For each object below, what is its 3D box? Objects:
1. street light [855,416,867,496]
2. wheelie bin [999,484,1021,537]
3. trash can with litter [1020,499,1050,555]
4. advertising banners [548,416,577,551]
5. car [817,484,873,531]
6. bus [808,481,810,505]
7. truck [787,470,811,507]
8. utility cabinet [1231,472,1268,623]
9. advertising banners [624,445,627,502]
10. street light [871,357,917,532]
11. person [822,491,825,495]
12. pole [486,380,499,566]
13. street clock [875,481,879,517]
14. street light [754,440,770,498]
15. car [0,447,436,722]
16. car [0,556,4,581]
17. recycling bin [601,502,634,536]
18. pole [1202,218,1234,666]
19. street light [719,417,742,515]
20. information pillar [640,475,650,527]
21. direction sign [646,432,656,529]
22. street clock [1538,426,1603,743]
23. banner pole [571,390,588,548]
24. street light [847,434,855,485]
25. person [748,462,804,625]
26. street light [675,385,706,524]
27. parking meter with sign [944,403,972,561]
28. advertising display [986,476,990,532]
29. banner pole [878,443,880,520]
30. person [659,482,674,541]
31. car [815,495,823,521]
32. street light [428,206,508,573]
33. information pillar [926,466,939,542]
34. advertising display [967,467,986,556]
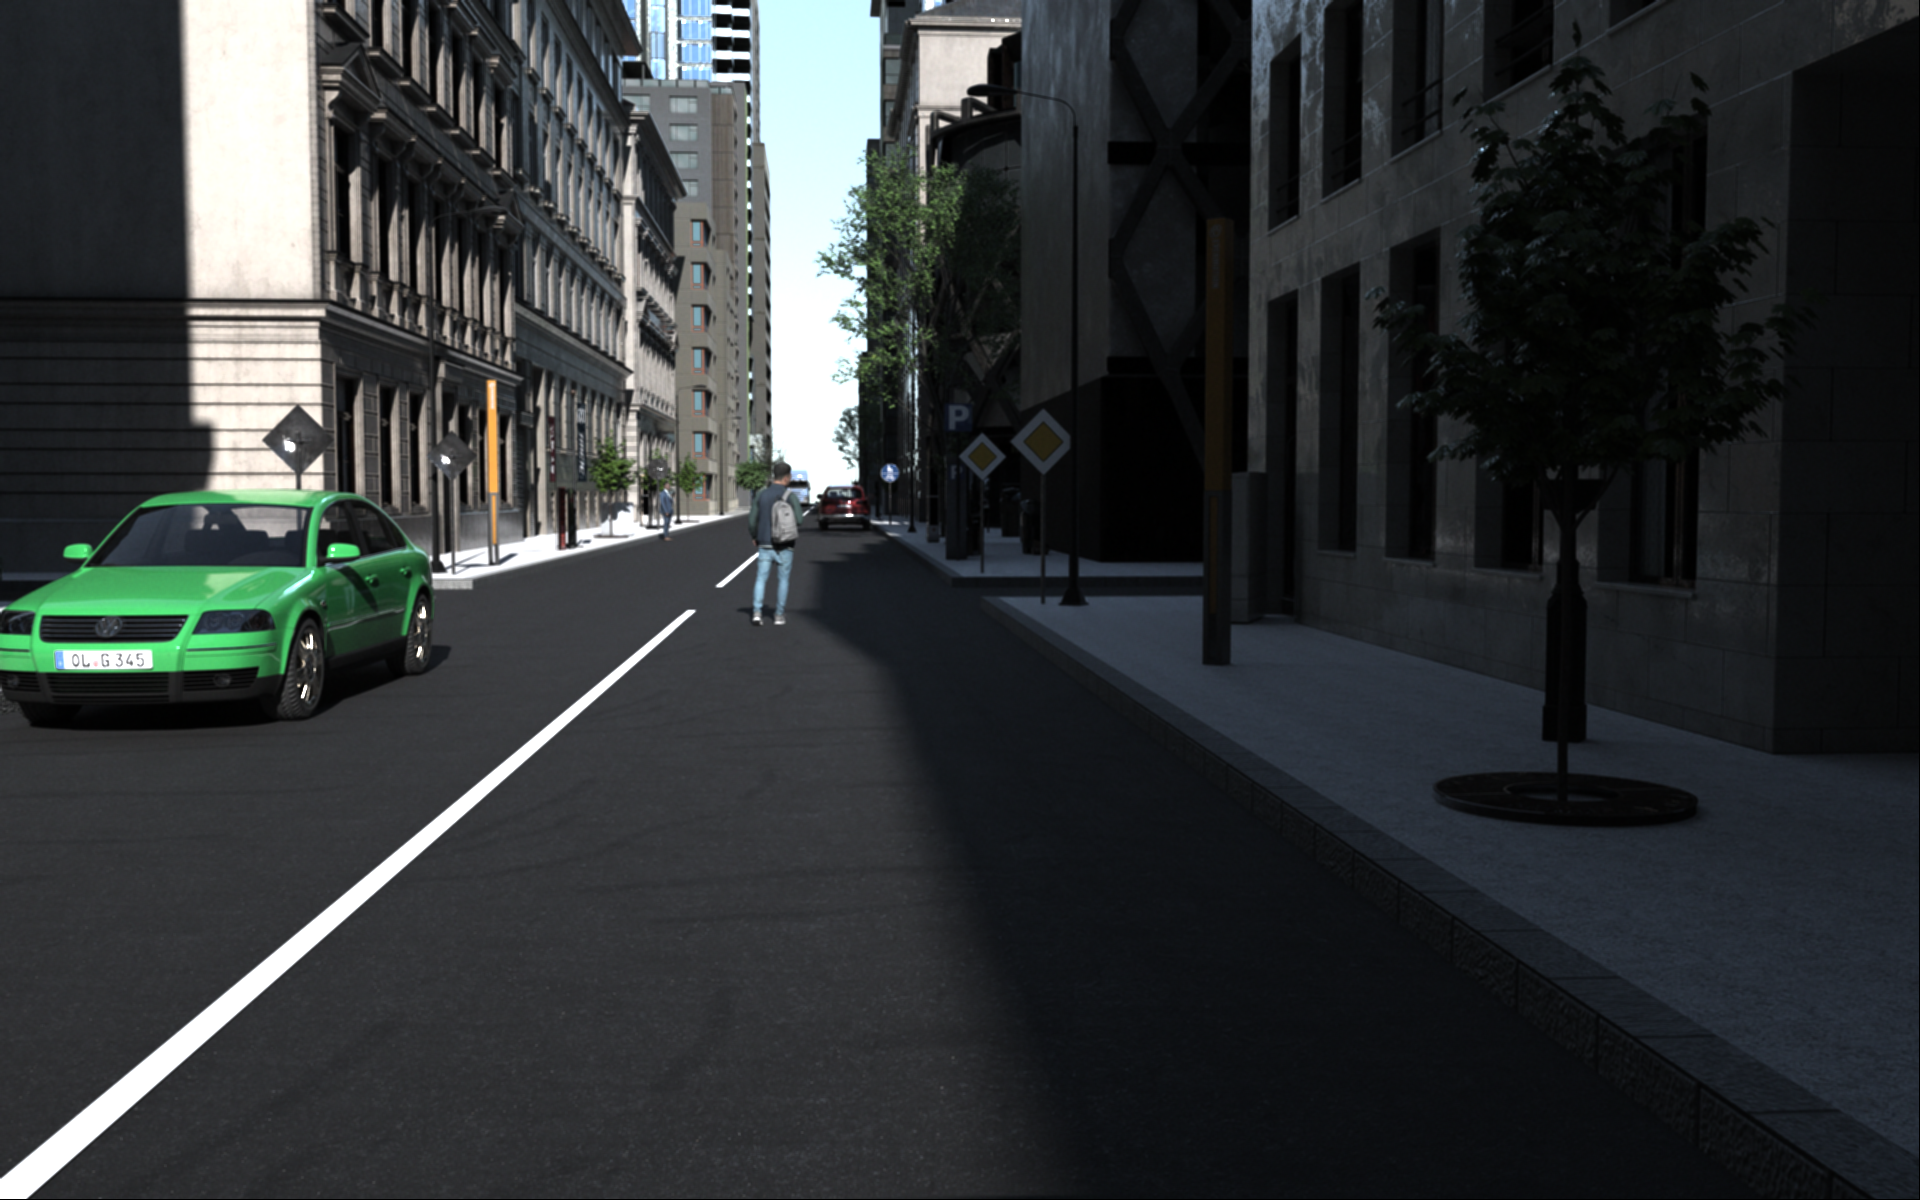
[{"bbox_3d":[-5.338,-7.950,102.516,1.470,5.913,1.316,0,4,-4],"label":"street light"},{"bbox_3d":[1.607,-2.697,52.002,0.980,1.594,0.693,1,4,21],"label":"wheelie bin"},{"bbox_3d":[1.669,-1.558,36.855,0.624,1.170,1.055,-1,4,-16],"label":"trash can with litter"},{"bbox_3d":[-9.132,-2.663,39.722,0.090,3.025,2.074,0,4,3],"label":"advertising banners"},{"bbox_3d":[-4.602,-3.707,69.286,2.281,1.827,5.304,0,4,-3],"label":"car"},{"bbox_3d":[-20.371,-13.739,219.484,2.948,3.499,13.247,0,4,-4],"label":"bus"},{"bbox_3d":[-18.641,-12.791,198.884,2.967,4.110,18.799,0,4,-5],"label":"truck"},{"bbox_3d":[2.871,-0.544,17.571,0.318,1.500,1.173,1,4,19],"label":"utility cabinet"},{"bbox_3d":[-10.651,-3.609,55.193,0.090,3.025,2.074,-1,4,-10],"label":"advertising banners"},{"bbox_3d":[-2.145,-5.219,57.868,1.470,5.913,1.316,0,4,-4],"label":"street light"},{"bbox_3d":[-16.176,-12.145,207.037,1.348,1.831,0.705,0,4,-1],"label":"person"},{"bbox_3d":[-8.389,-2.277,31.077,0.158,3.312,0.155,0,3,0],"label":"pole"},{"bbox_3d":[-4.538,-5.542,95.176,0.358,2.002,0.471,0,4,2],"label":"street clock"},{"bbox_3d":[-17.194,-10.823,149.493,1.470,5.913,1.316,0,4,-4],"label":"street light"},{"bbox_3d":[-5.068,-0.215,12.316,1.959,1.807,4.718,0,4,-3],"label":"car"},{"bbox_3d":[-15.792,-0.732,23.760,4.920,1.459,2.131,0,4,-4],"label":"car"},{"bbox_3d":[-10.411,-2.449,52.601,0.722,1.027,0.722,3,5,42],"label":"recycling bin"},{"bbox_3d":[1.933,-1.169,12.951,0.158,3.312,0.155,0,3,0],"label":"pole"},{"bbox_3d":[-13.826,-8.057,104.265,1.470,5.913,1.316,0,4,-4],"label":"street light"},{"bbox_3d":[-12.391,-3.886,68.035,0.304,2.012,0.304,-2,4,-27],"label":"information pillar"},{"bbox_3d":[-11.302,-4.357,63.240,0.379,3.537,0.876,-1,4,-12],"label":"direction sign"},{"bbox_3d":[3.153,-0.270,8.978,0.358,2.002,0.471,2,4,30],"label":"street clock"},{"bbox_3d":[-9.205,-3.169,41.828,0.401,3.779,0.863,1,4,16],"label":"banner pole"},{"bbox_3d":[-7.822,-9.903,134.458,1.470,5.913,1.316,0,4,-4],"label":"street light"},{"bbox_3d":[-2.019,-0.623,19.028,0.623,1.781,0.721,0,4,-3],"label":"person"},{"bbox_3d":[-11.480,-6.191,73.759,1.470,5.913,1.316,0,4,-4],"label":"street light"},{"bbox_3d":[-0.054,-2.317,34.138,0.543,3.016,1.738,0,4,-1],"label":"parking meter with sign"},{"bbox_3d":[0.531,-3.213,57.743,0.974,1.923,0.123,-1,4,-16],"label":"advertising display"},{"bbox_3d":[-3.966,-5.795,84.768,0.401,3.779,0.863,0,4,-6],"label":"banner pole"},{"bbox_3d":[-9.058,-2.737,53.439,0.419,1.800,0.721,0,4,5],"label":"person"},{"bbox_3d":[-6.797,-5.090,93.014,2.009,1.686,4.222,0,4,-3],"label":"car"},{"bbox_3d":[-7.998,-3.397,28.085,1.470,5.913,1.316,0,4,-4],"label":"street light"},{"bbox_3d":[-0.719,-2.538,45.996,0.304,2.012,0.304,-1,4,-12],"label":"information pillar"},{"bbox_3d":[0.279,-1.886,36.047,0.123,1.923,0.974,1,4,19],"label":"advertising display"}]
